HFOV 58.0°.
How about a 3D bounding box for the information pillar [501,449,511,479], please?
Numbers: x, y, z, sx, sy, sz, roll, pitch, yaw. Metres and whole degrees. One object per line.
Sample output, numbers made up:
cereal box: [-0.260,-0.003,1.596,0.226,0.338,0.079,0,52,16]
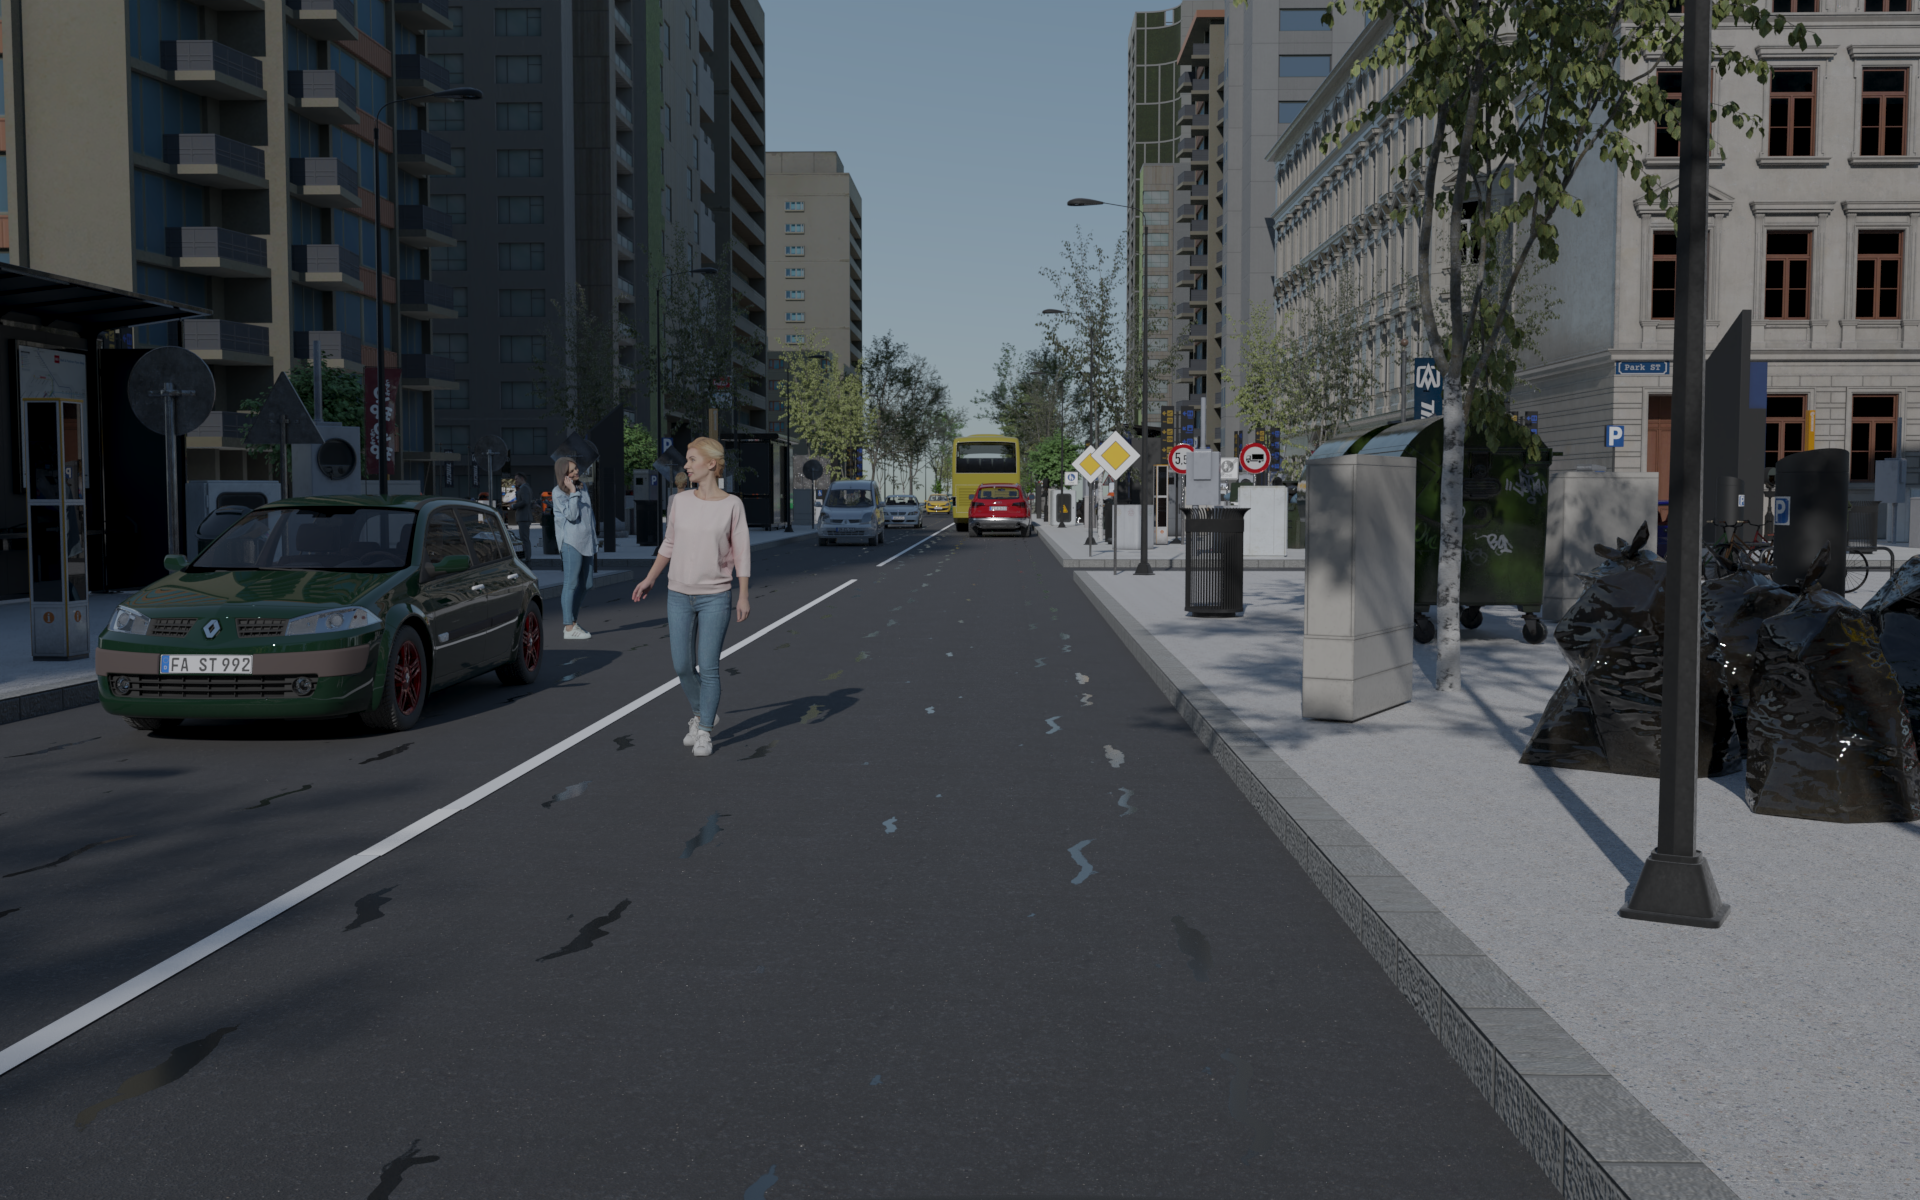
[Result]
information pillar: [-23.373,-5.988,89.263,0.504,3.616,0.183,-1,4,-21]

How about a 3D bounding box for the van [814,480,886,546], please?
van: [-3.066,-2.578,49.169,2.013,2.044,4.112,0,4,1]

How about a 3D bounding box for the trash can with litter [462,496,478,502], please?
trash can with litter: [-13.907,-2.415,50.536,2.233,1.210,1.678,-1,4,-21]

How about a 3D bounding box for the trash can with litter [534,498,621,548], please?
trash can with litter: [-9.457,-1.916,42.391,2.233,1.210,1.678,0,4,-7]

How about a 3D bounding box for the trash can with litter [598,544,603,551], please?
trash can with litter: [-8.624,-1.688,38.989,0.624,1.170,1.055,3,5,41]

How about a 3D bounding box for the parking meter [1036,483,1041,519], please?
parking meter: [4.111,-5.167,90.191,0.255,1.863,0.399,0,4,3]

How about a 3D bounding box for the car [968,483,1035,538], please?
car: [1.391,-3.060,58.708,2.281,1.827,5.304,0,4,3]

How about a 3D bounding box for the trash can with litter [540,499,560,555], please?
trash can with litter: [-8.380,-1.554,36.790,1.055,1.170,0.624,0,4,-1]

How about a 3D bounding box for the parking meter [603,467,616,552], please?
parking meter: [-7.741,-1.989,38.236,0.255,1.863,0.399,-1,4,-10]

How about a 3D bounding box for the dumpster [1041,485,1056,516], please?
dumpster: [5.028,-5.641,97.984,1.264,1.857,1.865,0,4,1]

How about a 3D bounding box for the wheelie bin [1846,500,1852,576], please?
wheelie bin: [12.774,-1.090,25.722,0.693,1.594,0.980,0,4,6]

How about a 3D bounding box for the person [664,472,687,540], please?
person: [-3.735,-0.931,24.395,0.598,1.740,0.731,3,5,42]

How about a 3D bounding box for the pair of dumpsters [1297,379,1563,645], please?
pair of dumpsters: [4.418,-0.872,16.755,1.574,2.255,4.437,0,4,1]

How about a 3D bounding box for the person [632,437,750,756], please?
person: [-1.477,-0.030,9.664,0.731,1.740,0.598,0,4,7]

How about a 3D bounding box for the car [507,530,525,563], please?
car: [-9.815,-1.264,30.451,4.222,1.686,2.009,0,4,3]

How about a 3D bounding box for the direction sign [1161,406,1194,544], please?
direction sign: [5.581,-3.214,44.542,0.876,3.537,0.379,-1,4,-11]

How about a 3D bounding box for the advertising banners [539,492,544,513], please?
advertising banners: [-21.830,-5.942,93.335,2.074,3.025,0.090,2,4,27]

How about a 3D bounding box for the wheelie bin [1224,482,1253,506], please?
wheelie bin: [7.580,-2.365,46.578,0.980,1.594,0.693,1,4,16]

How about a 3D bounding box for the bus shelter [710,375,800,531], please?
bus shelter: [-7.246,-5.094,60.911,2.179,5.291,8.768,0,4,2]

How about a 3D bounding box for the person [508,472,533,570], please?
person: [-8.311,-1.497,32.778,0.447,1.846,0.655,-1,4,-12]

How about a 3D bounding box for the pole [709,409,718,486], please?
pole: [-5.885,-2.910,41.416,0.158,3.312,0.155,0,3,0]

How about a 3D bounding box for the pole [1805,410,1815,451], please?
pole: [20.653,-2.954,42.147,0.158,3.312,0.155,0,3,0]

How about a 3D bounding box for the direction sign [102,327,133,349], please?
direction sign: [-11.106,-1.892,22.926,0.379,3.537,0.876,0,4,-3]

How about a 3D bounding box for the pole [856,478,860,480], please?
pole: [-6.355,-6.985,108.042,0.158,3.312,0.155,0,3,0]

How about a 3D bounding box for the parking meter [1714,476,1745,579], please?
parking meter: [11.095,-1.013,24.978,0.372,1.533,0.369,0,3,0]

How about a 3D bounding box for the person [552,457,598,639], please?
person: [-3.835,-0.515,17.179,0.793,1.790,0.793,-1,4,-15]

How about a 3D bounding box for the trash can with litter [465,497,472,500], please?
trash can with litter: [-20.053,-3.687,71.663,0.624,1.170,1.055,3,4,37]

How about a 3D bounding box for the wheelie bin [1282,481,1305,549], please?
wheelie bin: [7.868,-2.003,40.660,0.980,1.594,0.693,3,5,41]

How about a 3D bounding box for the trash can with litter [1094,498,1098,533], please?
trash can with litter: [4.883,-2.725,55.933,1.055,1.170,0.624,-1,4,-9]

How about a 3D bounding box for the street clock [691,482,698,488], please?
street clock: [-12.778,-4.860,84.027,0.471,2.002,0.358,-1,4,-17]

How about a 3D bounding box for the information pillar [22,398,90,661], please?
information pillar: [-6.968,-0.543,13.368,0.304,2.012,0.304,0,4,4]

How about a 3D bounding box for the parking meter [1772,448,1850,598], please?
parking meter: [4.787,-0.083,9.770,0.372,1.533,0.369,0,3,0]

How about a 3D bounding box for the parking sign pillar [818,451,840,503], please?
parking sign pillar: [-8.241,-7.375,109.055,1.447,3.967,1.447,-2,4,-34]

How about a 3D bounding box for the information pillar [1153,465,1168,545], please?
information pillar: [5.044,-2.388,43.531,0.304,2.012,0.304,-1,4,-9]

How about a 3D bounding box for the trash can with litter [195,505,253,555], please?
trash can with litter: [-7.053,-0.318,16.579,0.624,1.170,1.055,0,4,0]

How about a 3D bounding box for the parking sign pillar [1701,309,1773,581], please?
parking sign pillar: [11.553,-2.297,26.032,1.447,3.967,1.447,0,4,-5]

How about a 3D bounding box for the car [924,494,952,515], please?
car: [-1.520,-6.835,121.975,2.015,1.641,3.980,0,4,0]

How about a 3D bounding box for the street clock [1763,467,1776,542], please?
street clock: [21.887,-2.584,46.816,0.471,2.002,0.358,-2,4,-24]

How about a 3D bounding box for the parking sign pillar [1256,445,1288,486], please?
parking sign pillar: [17.625,-6.787,99.437,1.447,3.967,1.447,-2,4,-30]

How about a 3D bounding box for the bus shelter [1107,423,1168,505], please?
bus shelter: [6.167,-4.213,60.169,1.731,3.624,6.357,0,4,1]

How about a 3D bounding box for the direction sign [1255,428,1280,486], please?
direction sign: [10.476,-4.102,59.057,0.876,3.537,0.379,-1,4,-9]

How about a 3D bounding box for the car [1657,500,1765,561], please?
car: [12.482,-1.169,31.690,3.894,1.354,1.945,0,4,2]

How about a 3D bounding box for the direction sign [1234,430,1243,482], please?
direction sign: [9.950,-4.281,61.985,0.379,3.537,0.876,-1,4,-9]

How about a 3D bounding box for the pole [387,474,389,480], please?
pole: [-11.950,-2.579,36.007,0.158,3.312,0.155,0,3,0]

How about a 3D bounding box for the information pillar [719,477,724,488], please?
information pillar: [-12.683,-6.161,92.079,0.183,3.616,0.504,-3,4,-36]

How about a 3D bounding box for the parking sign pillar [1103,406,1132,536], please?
parking sign pillar: [5.044,-3.994,53.767,1.447,3.967,1.447,1,4,9]

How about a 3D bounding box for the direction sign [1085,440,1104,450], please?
direction sign: [5.642,-4.943,72.810,0.876,3.537,0.379,-2,4,-24]

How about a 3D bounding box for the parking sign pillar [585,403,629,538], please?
parking sign pillar: [-10.499,-3.821,50.942,1.447,3.967,1.447,3,4,36]

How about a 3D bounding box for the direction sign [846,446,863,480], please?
direction sign: [-4.984,-5.503,81.974,0.876,3.537,0.379,2,4,27]

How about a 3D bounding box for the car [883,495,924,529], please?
car: [-2.501,-3.756,73.419,2.014,1.417,4.499,0,4,1]

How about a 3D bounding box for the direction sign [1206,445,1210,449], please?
direction sign: [11.001,-5.333,79.194,0.876,3.537,0.379,0,4,-5]

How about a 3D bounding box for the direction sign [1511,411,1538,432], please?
direction sign: [15.334,-3.388,47.386,0.876,3.537,0.379,0,4,3]

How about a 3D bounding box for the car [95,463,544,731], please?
car: [-4.126,-0.118,11.723,2.009,1.686,4.222,0,4,3]

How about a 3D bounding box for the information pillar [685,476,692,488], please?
information pillar: [-11.303,-4.063,70.929,0.304,2.012,0.304,-2,4,-28]

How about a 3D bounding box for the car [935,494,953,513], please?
car: [-0.962,-7.540,135.079,2.131,1.459,4.920,0,4,2]

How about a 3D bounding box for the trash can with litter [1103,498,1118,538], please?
trash can with litter: [4.742,-2.403,50.671,1.055,1.170,0.624,2,4,24]

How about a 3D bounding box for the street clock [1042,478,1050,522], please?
street clock: [3.968,-4.600,79.785,0.358,2.002,0.471,1,4,17]

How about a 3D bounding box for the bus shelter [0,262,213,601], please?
bus shelter: [-10.507,-1.709,19.227,1.731,3.624,6.357,0,4,2]
